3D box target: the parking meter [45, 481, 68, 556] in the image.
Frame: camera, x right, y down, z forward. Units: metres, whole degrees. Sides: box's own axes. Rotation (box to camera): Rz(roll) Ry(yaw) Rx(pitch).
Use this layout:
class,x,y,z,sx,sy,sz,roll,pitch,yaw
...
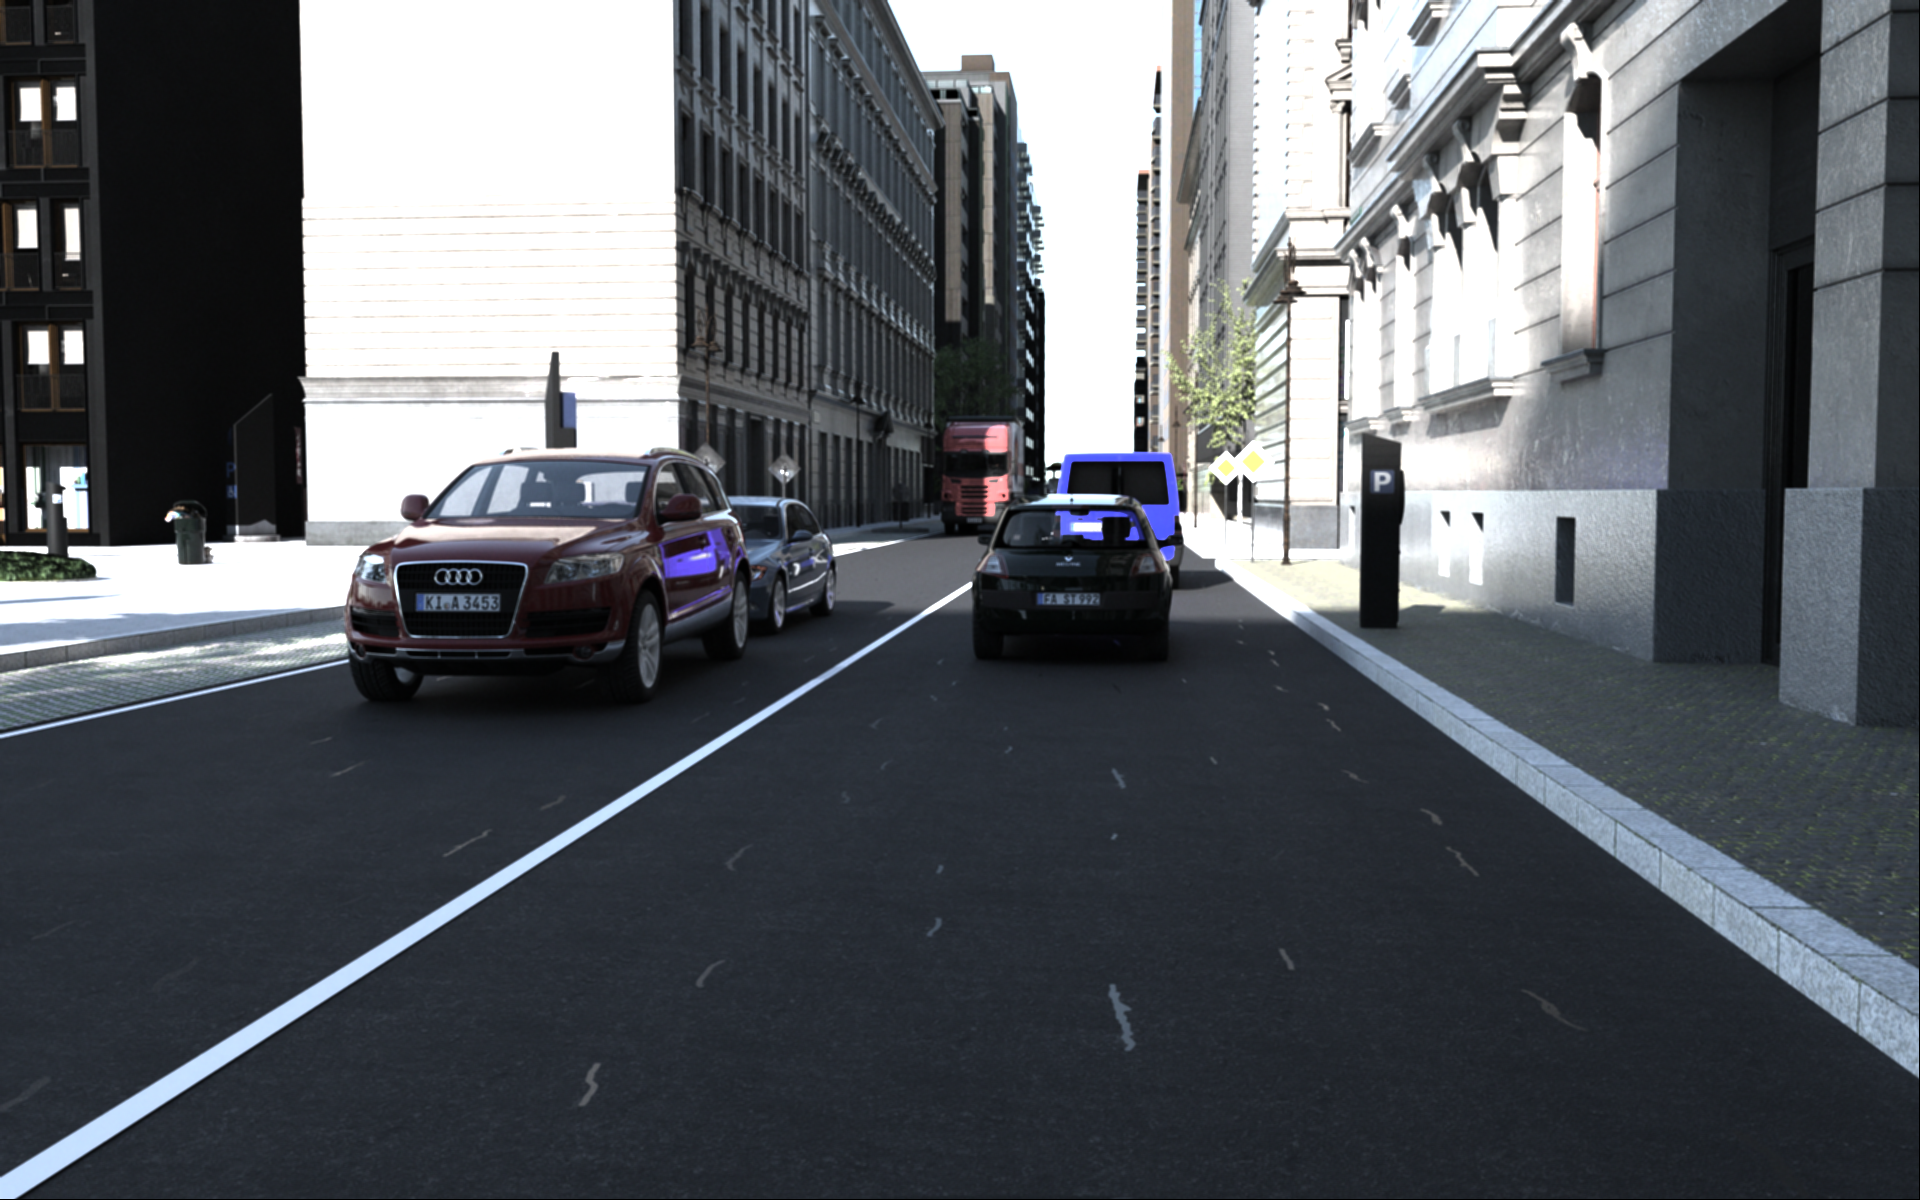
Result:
class,x,y,z,sx,sy,sz,roll,pitch,yaw
parking meter,-18.110,-1.610,34.729,0.372,1.533,0.369,0,3,0

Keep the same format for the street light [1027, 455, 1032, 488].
class,x,y,z,sx,sy,sz,roll,pitch,yaw
street light,8.083,-13.946,200.796,0.468,5.910,1.993,0,4,5

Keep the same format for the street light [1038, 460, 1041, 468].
class,x,y,z,sx,sy,sz,roll,pitch,yaw
street light,10.310,-15.463,225.612,0.468,5.910,1.993,0,4,5

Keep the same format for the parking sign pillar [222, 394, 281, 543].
class,x,y,z,sx,sy,sz,roll,pitch,yaw
parking sign pillar,-18.904,-3.526,46.117,1.447,3.967,1.447,2,4,25

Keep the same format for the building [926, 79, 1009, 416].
class,x,y,z,sx,sy,sz,roll,pitch,yaw
building,-2.726,-29.576,167.169,14.154,41.232,14.086,0,4,5

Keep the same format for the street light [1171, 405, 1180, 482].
class,x,y,z,sx,sy,sz,roll,pitch,yaw
street light,11.197,-7.158,89.825,0.468,5.910,1.993,0,4,5

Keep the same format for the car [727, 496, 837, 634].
class,x,y,z,sx,sy,sz,roll,pitch,yaw
car,-2.523,-0.446,19.292,2.014,1.417,4.499,0,4,7

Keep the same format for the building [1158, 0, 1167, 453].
class,x,y,z,sx,sy,sz,roll,pitch,yaw
building,27.400,-36.912,145.512,21.231,58.520,28.212,0,4,5

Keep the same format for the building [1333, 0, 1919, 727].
class,x,y,z,sx,sy,sz,roll,pitch,yaw
building,12.128,-14.178,19.201,14.401,28.519,23.554,0,4,5

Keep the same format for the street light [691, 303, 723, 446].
class,x,y,z,sx,sy,sz,roll,pitch,yaw
street light,-6.134,-4.242,42.152,0.468,5.910,1.993,0,4,5

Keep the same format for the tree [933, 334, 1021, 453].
class,x,y,z,sx,sy,sz,roll,pitch,yaw
tree,0.296,-11.418,112.443,9.928,11.665,9.643,0,3,0

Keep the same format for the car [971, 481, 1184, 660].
class,x,y,z,sx,sy,sz,roll,pitch,yaw
car,1.118,-0.404,16.398,2.009,1.686,4.222,0,4,6

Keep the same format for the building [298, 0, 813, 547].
class,x,y,z,sx,sy,sz,roll,pitch,yaw
building,-10.562,-12.298,50.216,9.793,20.994,18.267,0,4,5

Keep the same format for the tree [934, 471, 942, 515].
class,x,y,z,sx,sy,sz,roll,pitch,yaw
tree,-1.595,-6.735,104.723,1.663,3.219,1.824,0,3,0

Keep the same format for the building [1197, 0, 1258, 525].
class,x,y,z,sx,sy,sz,roll,pitch,yaw
building,17.626,-17.071,72.612,14.314,27.812,24.014,0,4,5

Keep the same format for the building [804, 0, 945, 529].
class,x,y,z,sx,sy,sz,roll,pitch,yaw
building,-11.074,-18.645,81.256,17.030,29.872,44.131,0,4,5

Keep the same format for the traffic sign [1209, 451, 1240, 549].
class,x,y,z,sx,sy,sz,roll,pitch,yaw
traffic sign,6.203,-2.250,40.431,0.795,2.450,0.064,0,4,5

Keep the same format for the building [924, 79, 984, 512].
class,x,y,z,sx,sy,sz,roll,pitch,yaw
building,-5.792,-21.573,124.415,14.160,30.474,14.107,0,4,5

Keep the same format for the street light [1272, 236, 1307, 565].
class,x,y,z,sx,sy,sz,roll,pitch,yaw
street light,5.923,-3.578,31.281,0.468,5.910,1.993,0,4,5

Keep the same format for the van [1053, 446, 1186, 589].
class,x,y,z,sx,sy,sz,roll,pitch,yaw
van,2.546,-1.433,27.810,2.240,2.365,5.245,0,4,6

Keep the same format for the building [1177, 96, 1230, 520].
class,x,y,z,sx,sy,sz,roll,pitch,yaw
building,21.025,-16.285,99.551,16.112,22.955,30.059,0,4,5

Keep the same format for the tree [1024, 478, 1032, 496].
class,x,y,z,sx,sy,sz,roll,pitch,yaw
tree,7.370,-12.069,191.930,1.663,3.219,1.824,0,3,0

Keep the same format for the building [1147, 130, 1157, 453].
class,x,y,z,sx,sy,sz,roll,pitch,yaw
building,29.494,-34.011,206.198,14.600,45.320,14.200,0,4,5

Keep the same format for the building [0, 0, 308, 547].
class,x,y,z,sx,sy,sz,roll,pitch,yaw
building,-27.927,-13.357,48.060,15.834,23.373,12.332,0,4,5

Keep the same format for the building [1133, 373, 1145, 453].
class,x,y,z,sx,sy,sz,roll,pitch,yaw
building,39.884,-25.291,258.553,27.650,21.520,28.899,0,4,5

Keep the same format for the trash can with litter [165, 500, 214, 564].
class,x,y,z,sx,sy,sz,roll,pitch,yaw
trash can with litter,-14.043,-1.239,31.647,0.624,1.170,1.055,-1,4,-9

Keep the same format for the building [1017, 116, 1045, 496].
class,x,y,z,sx,sy,sz,roll,pitch,yaw
building,-2.341,-36.450,215.566,23.786,49.044,30.456,0,4,5

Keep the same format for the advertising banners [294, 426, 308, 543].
class,x,y,z,sx,sy,sz,roll,pitch,yaw
advertising banners,-17.257,-3.038,45.865,0.090,3.025,2.074,0,4,-3

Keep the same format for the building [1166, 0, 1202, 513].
class,x,y,z,sx,sy,sz,roll,pitch,yaw
building,21.963,-29.054,125.149,14.600,45.320,14.200,0,4,5

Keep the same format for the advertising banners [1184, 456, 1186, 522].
class,x,y,z,sx,sy,sz,roll,pitch,yaw
advertising banners,10.473,-5.169,80.694,0.090,3.025,2.074,1,4,9

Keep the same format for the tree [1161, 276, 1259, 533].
class,x,y,z,sx,sy,sz,roll,pitch,yaw
tree,9.054,-6.534,57.186,4.737,8.622,4.395,0,3,0

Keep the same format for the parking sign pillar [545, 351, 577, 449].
class,x,y,z,sx,sy,sz,roll,pitch,yaw
parking sign pillar,-7.728,-2.752,33.475,1.447,3.967,1.447,-1,4,-20

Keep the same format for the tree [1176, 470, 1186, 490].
class,x,y,z,sx,sy,sz,roll,pitch,yaw
tree,14.417,-7.580,118.532,1.663,3.219,1.824,0,3,0

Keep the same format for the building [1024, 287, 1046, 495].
class,x,y,z,sx,sy,sz,roll,pitch,yaw
building,4.480,-28.538,238.293,14.160,30.474,14.107,0,4,5

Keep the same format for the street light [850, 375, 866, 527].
class,x,y,z,sx,sy,sz,roll,pitch,yaw
street light,-3.962,-5.785,67.377,0.468,5.910,1.993,0,4,5

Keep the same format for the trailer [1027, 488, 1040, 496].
class,x,y,z,sx,sy,sz,roll,pitch,yaw
trailer,6.646,-9.189,157.284,1.471,1.999,3.904,0,4,6

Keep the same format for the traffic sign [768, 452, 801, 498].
class,x,y,z,sx,sy,sz,roll,pitch,yaw
traffic sign,-4.197,-2.308,41.381,0.795,2.450,0.064,0,4,5

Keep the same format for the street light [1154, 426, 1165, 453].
class,x,y,z,sx,sy,sz,roll,pitch,yaw
street light,13.324,-8.689,114.853,0.468,5.910,1.993,0,4,5

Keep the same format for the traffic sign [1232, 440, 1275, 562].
class,x,y,z,sx,sy,sz,roll,pitch,yaw
traffic sign,5.490,-1.764,32.478,0.795,2.450,0.064,0,4,5

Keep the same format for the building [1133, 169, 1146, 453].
class,x,y,z,sx,sy,sz,roll,pitch,yaw
building,34.151,-35.094,228.405,22.147,44.769,28.867,0,4,5

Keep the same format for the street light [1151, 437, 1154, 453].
class,x,y,z,sx,sy,sz,roll,pitch,yaw
street light,15.695,-10.272,140.737,0.468,5.910,1.993,0,4,5

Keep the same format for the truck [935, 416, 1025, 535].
class,x,y,z,sx,sy,sz,roll,pitch,yaw
truck,0.912,-4.618,64.412,2.839,4.237,11.283,0,4,5

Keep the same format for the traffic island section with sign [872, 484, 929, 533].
class,x,y,z,sx,sy,sz,roll,pitch,yaw
traffic island section with sign,-2.185,-3.403,64.260,1.989,1.847,2.006,0,4,5

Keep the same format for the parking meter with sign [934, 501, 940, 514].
class,x,y,z,sx,sy,sz,roll,pitch,yaw
parking meter with sign,-2.123,-6.761,106.809,1.738,3.016,0.543,0,4,5

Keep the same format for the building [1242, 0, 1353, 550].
class,x,y,z,sx,sy,sz,roll,pitch,yaw
building,17.127,-13.109,43.213,19.941,23.489,11.050,0,4,5

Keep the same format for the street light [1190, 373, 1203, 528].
class,x,y,z,sx,sy,sz,roll,pitch,yaw
street light,8.865,-5.641,65.018,0.468,5.910,1.993,0,4,5

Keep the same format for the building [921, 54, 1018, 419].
class,x,y,z,sx,sy,sz,roll,pitch,yaw
building,-1.281,-32.487,181.267,14.600,45.320,14.200,0,4,5

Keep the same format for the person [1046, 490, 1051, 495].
class,x,y,z,sx,sy,sz,roll,pitch,yaw
person,6.004,-6.658,118.075,1.217,1.735,0.721,-1,4,-9

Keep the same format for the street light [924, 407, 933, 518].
class,x,y,z,sx,sy,sz,roll,pitch,yaw
street light,-1.657,-7.309,92.285,0.468,5.910,1.993,0,4,5

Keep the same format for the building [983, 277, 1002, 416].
class,x,y,z,sx,sy,sz,roll,pitch,yaw
building,-11.223,-18.459,146.837,27.650,21.520,28.899,0,4,5

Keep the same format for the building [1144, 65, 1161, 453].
class,x,y,z,sx,sy,sz,roll,pitch,yaw
building,30.427,-31.836,175.136,22.147,44.769,28.867,0,4,5

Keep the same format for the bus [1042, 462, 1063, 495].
class,x,y,z,sx,sy,sz,roll,pitch,yaw
bus,8.186,-8.784,135.161,2.896,3.916,12.252,0,4,6

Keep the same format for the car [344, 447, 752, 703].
class,x,y,z,sx,sy,sz,roll,pitch,yaw
car,-3.009,-0.303,13.632,2.281,1.827,5.304,0,4,4

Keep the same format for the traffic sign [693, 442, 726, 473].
class,x,y,z,sx,sy,sz,roll,pitch,yaw
traffic sign,-4.911,-1.822,33.428,0.795,2.450,0.064,0,4,5

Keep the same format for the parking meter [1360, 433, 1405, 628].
class,x,y,z,sx,sy,sz,roll,pitch,yaw
parking meter,4.056,-0.668,16.632,0.399,1.863,0.255,1,4,11
